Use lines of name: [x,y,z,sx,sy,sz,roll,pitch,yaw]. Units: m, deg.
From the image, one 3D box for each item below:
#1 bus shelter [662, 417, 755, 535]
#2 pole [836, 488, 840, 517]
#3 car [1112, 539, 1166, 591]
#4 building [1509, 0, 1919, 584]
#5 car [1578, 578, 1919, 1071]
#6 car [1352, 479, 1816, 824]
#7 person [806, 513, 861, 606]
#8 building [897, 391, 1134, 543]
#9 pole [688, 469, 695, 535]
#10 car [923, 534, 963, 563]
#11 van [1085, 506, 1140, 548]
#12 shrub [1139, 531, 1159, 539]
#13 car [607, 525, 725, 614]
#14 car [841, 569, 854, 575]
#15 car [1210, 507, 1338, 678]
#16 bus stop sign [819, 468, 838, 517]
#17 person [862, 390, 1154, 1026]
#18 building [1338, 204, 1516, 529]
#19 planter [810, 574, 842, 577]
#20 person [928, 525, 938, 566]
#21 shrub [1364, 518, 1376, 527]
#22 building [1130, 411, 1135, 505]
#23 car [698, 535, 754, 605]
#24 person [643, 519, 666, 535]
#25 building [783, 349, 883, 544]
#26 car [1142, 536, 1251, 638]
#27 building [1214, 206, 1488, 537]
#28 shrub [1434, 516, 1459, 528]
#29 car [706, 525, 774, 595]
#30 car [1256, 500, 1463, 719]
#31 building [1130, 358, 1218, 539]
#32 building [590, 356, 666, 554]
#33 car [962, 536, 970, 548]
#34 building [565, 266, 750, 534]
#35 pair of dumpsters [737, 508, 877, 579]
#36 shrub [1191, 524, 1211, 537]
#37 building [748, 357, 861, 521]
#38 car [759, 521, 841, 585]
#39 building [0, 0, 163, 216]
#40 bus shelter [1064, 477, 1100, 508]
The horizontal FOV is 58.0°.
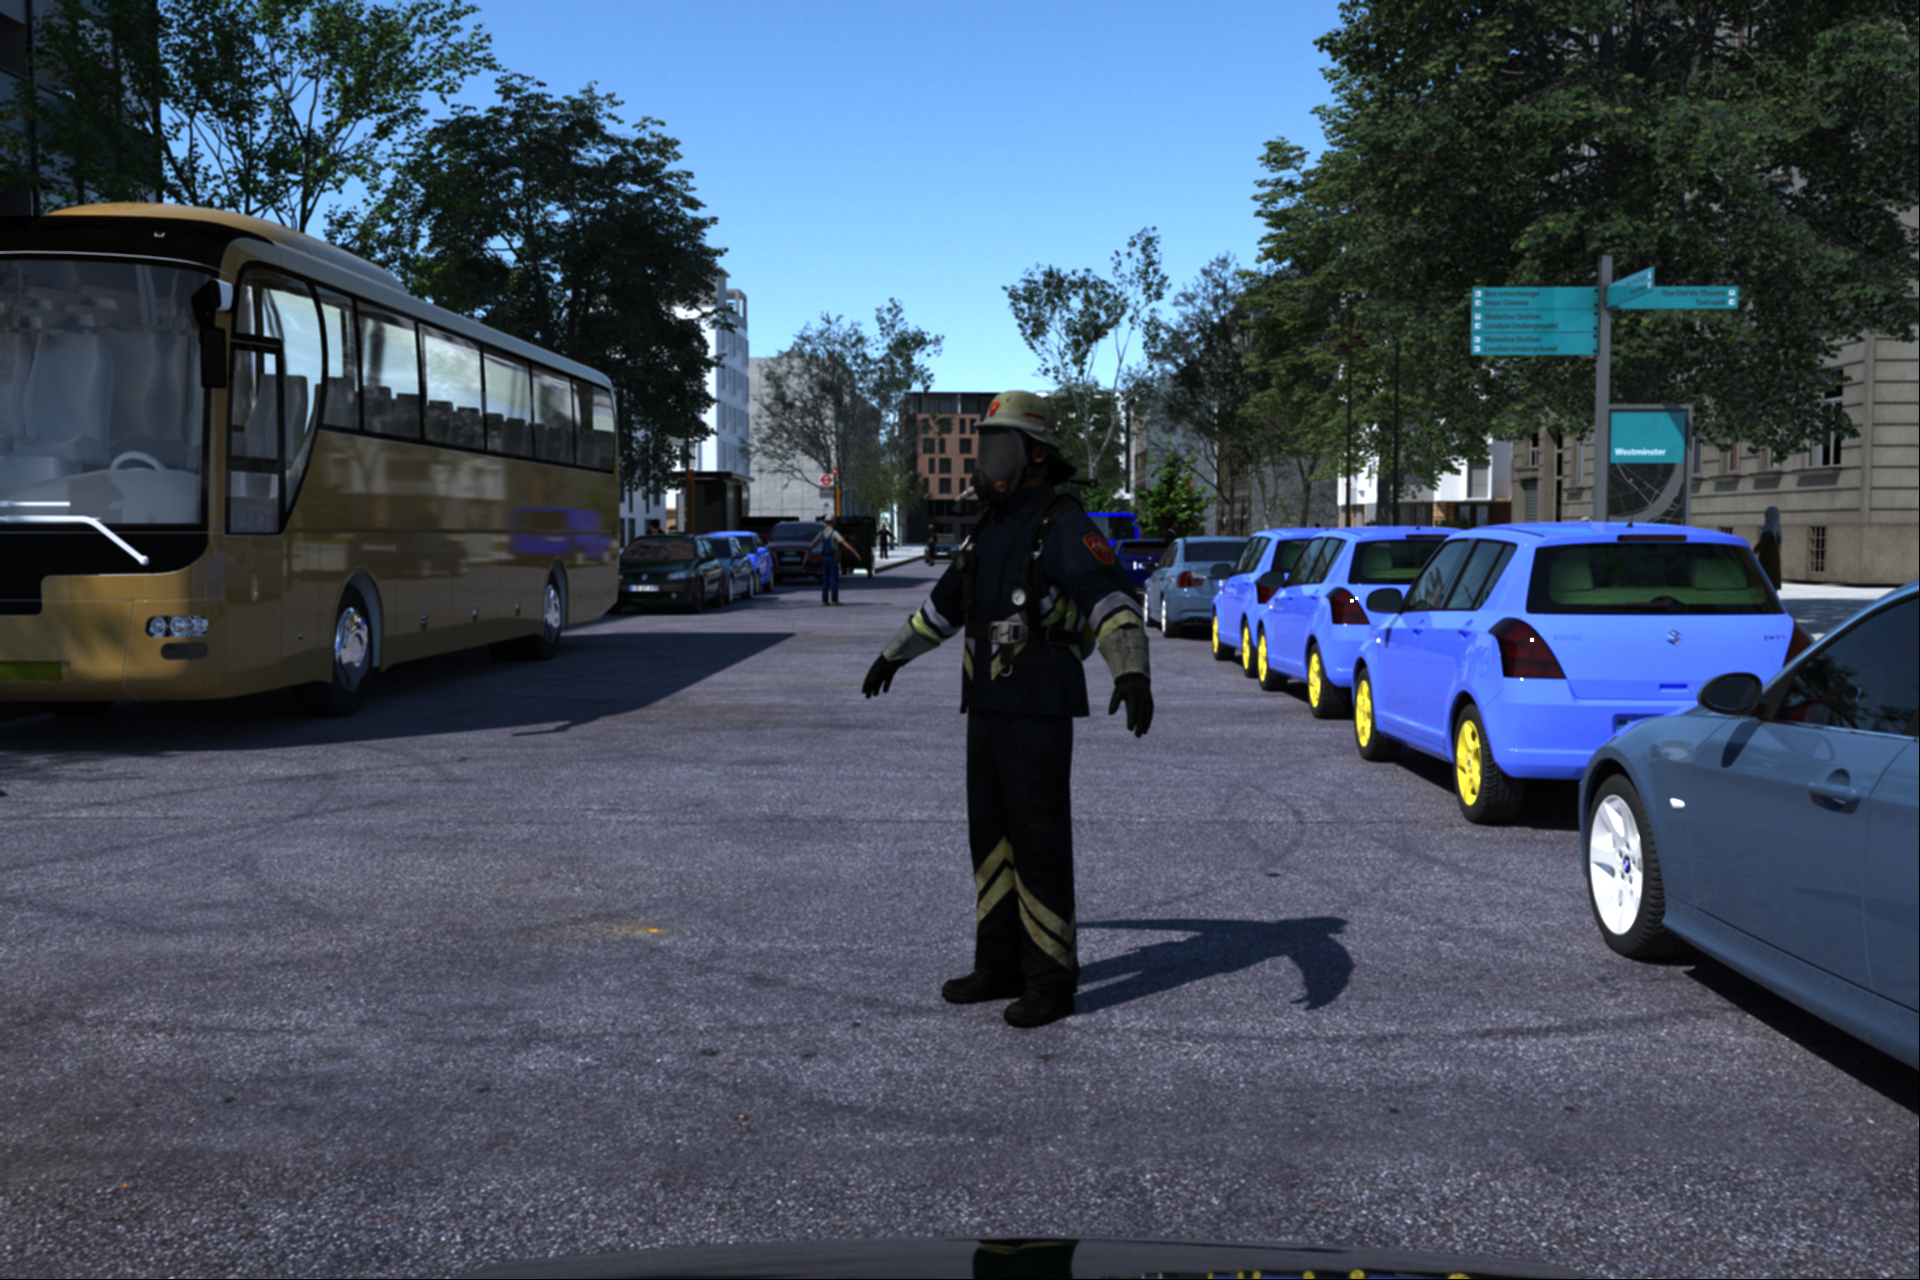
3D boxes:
bus shelter: [-8.656,-4.992,59.247,2.179,5.291,8.768,0,4,1]
pole: [-5.423,-5.085,76.988,0.158,3.312,0.155,0,3,0]
car: [4.005,-1.561,38.101,1.945,1.354,3.894,0,4,1]
building: [28.986,-13.606,54.487,16.112,23.069,30.059,0,4,1]
car: [3.084,0.466,4.389,2.014,1.417,4.499,0,3,0]
car: [3.366,-0.016,9.858,1.945,1.707,3.694,0,4,1]
person: [-2.570,-1.608,34.605,1.347,1.847,0.705,2,4,33]
building: [7.598,-25.228,258.903,32.646,21.610,27.936,0,4,-5]
pole: [-8.430,-3.702,54.375,0.158,3.312,0.155,0,3,0]
car: [-0.836,-4.664,86.049,2.009,1.686,4.222,0,4,1]
van: [4.241,-2.871,51.330,2.240,2.365,5.245,0,4,2]
shrub: [7.942,-3.974,69.017,1.661,2.075,1.752,0,3,0]
car: [-5.502,-1.384,32.412,2.009,1.686,4.222,0,4,1]
car: [-4.748,-3.151,61.747,2.015,1.641,3.980,0,4,1]
car: [3.700,-0.547,18.536,1.945,1.707,3.694,0,4,1]
bus stop sign: [-5.283,-4.994,70.353,0.855,3.939,0.416,0,4,2]
person: [0.159,0.187,5.185,0.705,1.856,1.354,-2,4,-35]
building: [27.272,-14.899,100.013,16.016,20.090,11.380,0,4,2]
planter: [-5.043,-2.291,58.599,1.991,0.319,1.994,0,4,1]
person: [-1.296,-4.227,77.355,0.705,1.856,1.354,0,4,-1]
shrub: [19.537,-4.741,81.933,1.690,2.028,1.600,0,3,0]
building: [31.765,-22.044,226.871,16.747,18.905,31.486,0,4,2]
car: [-5.467,-1.516,36.781,2.014,1.417,4.499,0,4,2]
person: [-11.130,-3.490,63.207,1.345,1.843,0.704,-1,4,-13]
building: [-19.702,-23.442,214.198,19.493,23.208,18.063,0,4,1]
car: [3.696,-0.806,25.183,2.014,1.417,4.499,0,4,1]
building: [27.999,-17.615,118.929,19.493,23.208,18.063,0,4,1]
shrub: [19.365,-3.942,68.868,1.690,2.028,1.600,0,3,0]
car: [-5.515,-1.955,41.559,1.945,1.707,3.694,0,4,2]
car: [3.585,-0.315,14.739,1.945,1.707,3.694,0,3,0]
building: [29.937,-22.472,198.338,19.493,23.208,18.063,0,4,1]
building: [-20.572,-9.366,95.283,9.099,9.664,28.070,0,4,2]
car: [1.062,-4.988,93.911,2.083,1.381,4.827,0,4,1]
building: [-21.965,-16.349,123.730,16.016,20.090,11.380,0,4,2]
pair of dumpsters: [-4.903,-3.093,55.514,4.436,2.255,1.574,0,4,2]
shrub: [8.580,-3.740,65.184,1.661,2.075,1.752,0,3,0]
building: [-20.382,-19.740,189.214,16.747,18.905,31.486,0,4,1]
car: [-4.617,-2.542,50.243,2.281,1.827,5.304,0,4,1]
building: [-29.292,-12.973,18.681,21.656,26.213,47.522,0,4,2]
bus shelter: [4.973,-4.975,72.621,1.731,3.624,6.357,0,4,2]
